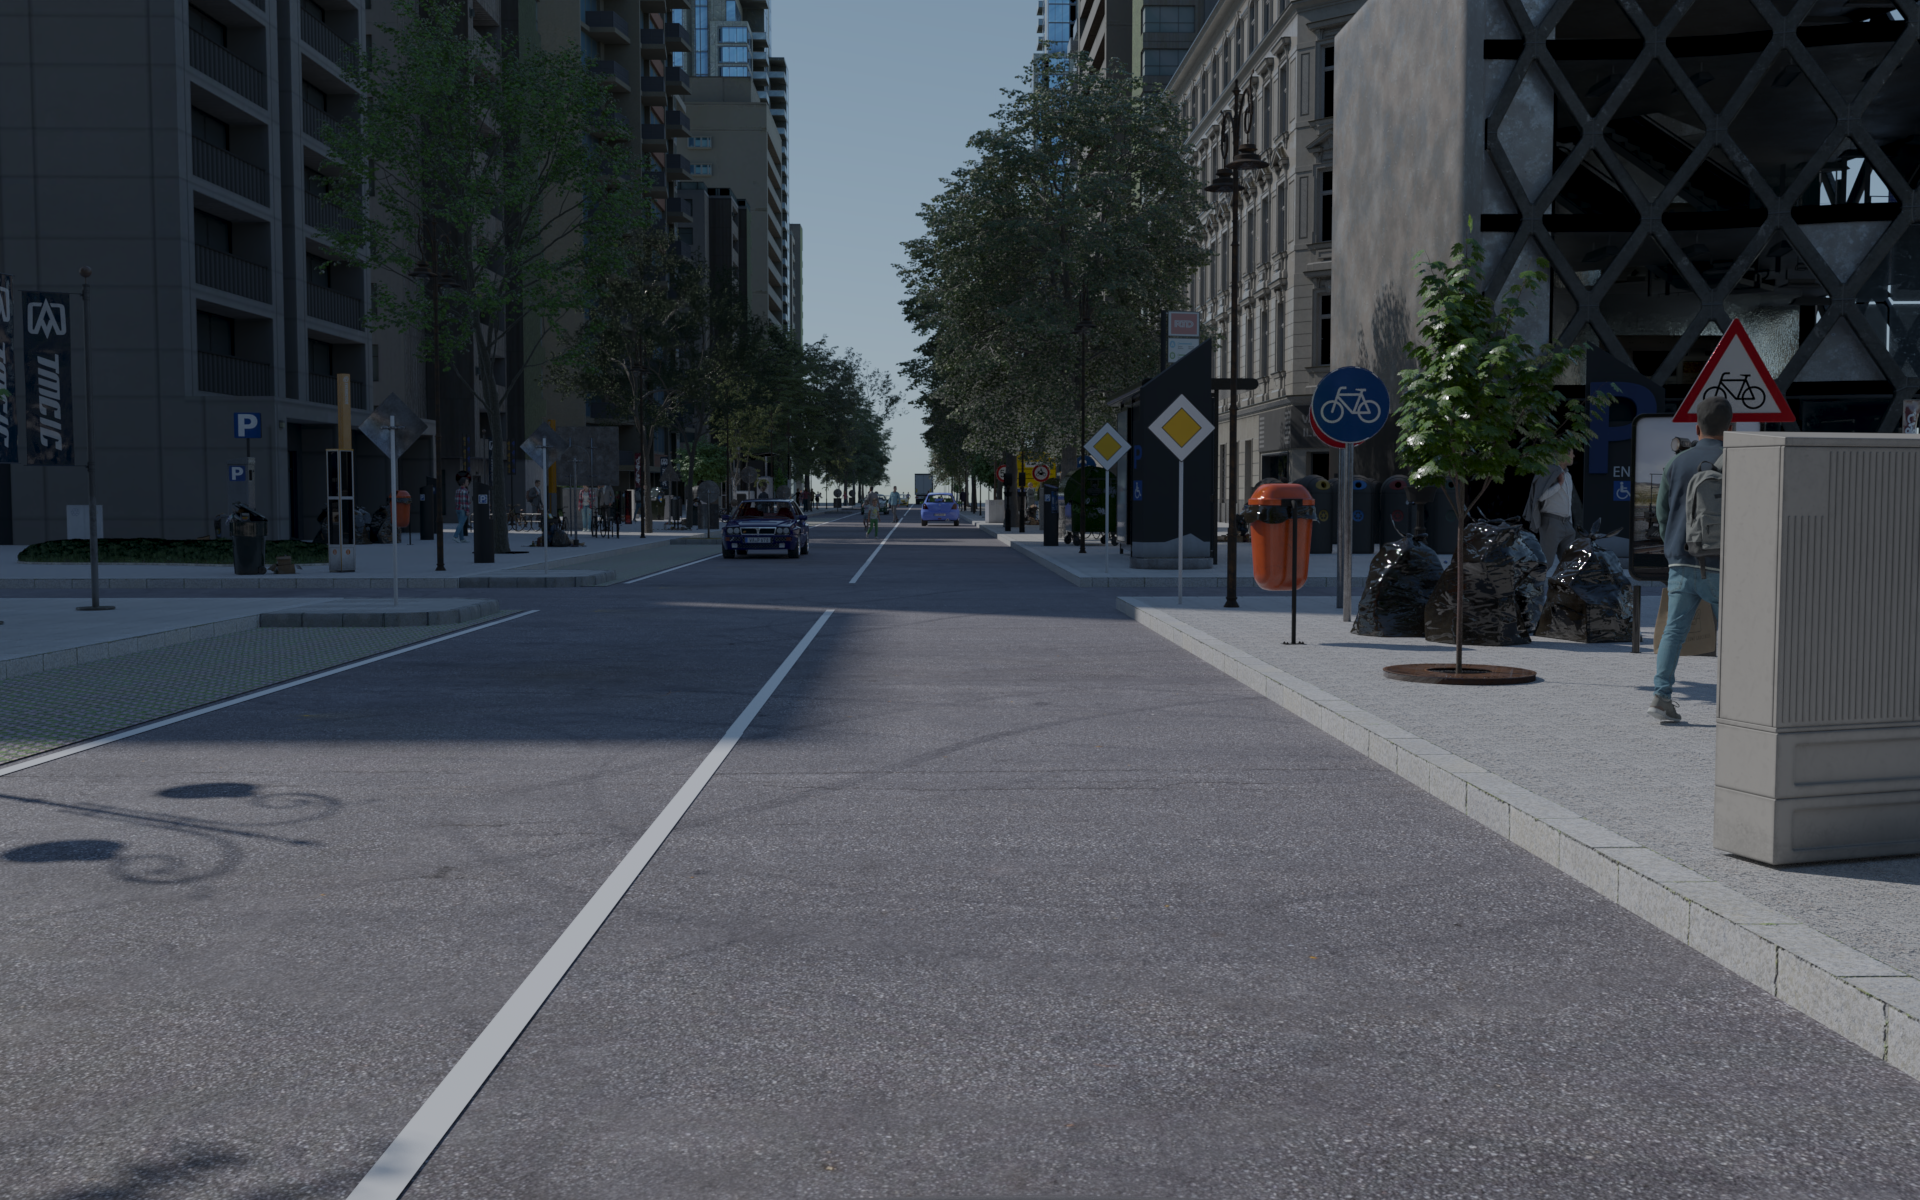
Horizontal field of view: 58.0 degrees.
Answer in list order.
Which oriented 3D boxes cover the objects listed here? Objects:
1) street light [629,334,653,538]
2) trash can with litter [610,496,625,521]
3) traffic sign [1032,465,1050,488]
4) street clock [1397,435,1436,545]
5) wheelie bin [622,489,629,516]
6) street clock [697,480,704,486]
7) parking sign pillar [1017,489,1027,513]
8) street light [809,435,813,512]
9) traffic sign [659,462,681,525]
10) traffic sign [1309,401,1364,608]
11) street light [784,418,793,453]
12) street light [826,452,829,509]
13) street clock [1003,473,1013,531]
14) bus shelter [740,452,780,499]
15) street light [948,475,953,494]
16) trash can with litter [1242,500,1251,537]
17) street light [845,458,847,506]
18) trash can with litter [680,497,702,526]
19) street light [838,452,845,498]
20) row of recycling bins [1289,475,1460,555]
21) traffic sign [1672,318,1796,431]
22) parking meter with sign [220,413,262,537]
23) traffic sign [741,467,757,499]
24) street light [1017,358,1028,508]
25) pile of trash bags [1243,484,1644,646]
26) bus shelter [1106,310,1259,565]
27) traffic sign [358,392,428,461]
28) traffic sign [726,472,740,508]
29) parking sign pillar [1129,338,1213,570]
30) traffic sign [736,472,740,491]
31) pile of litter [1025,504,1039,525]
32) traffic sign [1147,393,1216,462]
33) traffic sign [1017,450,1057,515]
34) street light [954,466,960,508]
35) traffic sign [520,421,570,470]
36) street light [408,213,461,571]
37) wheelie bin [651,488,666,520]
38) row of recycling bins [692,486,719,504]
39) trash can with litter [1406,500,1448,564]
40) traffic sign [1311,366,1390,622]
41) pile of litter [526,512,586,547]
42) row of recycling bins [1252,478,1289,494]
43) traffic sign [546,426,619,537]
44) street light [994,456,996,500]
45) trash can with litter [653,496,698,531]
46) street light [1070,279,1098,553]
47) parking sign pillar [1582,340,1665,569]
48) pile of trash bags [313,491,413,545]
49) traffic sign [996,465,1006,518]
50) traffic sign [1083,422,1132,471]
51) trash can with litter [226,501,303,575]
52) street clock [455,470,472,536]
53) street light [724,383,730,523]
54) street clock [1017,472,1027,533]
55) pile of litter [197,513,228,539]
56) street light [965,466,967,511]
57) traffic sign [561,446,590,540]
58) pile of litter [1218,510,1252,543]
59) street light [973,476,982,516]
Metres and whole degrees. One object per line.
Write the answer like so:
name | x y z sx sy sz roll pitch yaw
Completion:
street light | -9.245 -4.740 50.293 0.468 5.910 1.993 0 4 -1
trash can with litter | -16.167 -4.307 81.802 1.055 1.170 0.624 2 4 34
traffic sign | 3.437 -4.483 73.398 0.768 2.556 0.104 0 4 7
street clock | 4.753 -0.815 17.890 0.471 2.002 0.358 -2 4 -27
wheelie bin | -19.391 -5.703 101.148 0.693 1.594 0.980 -1 4 -21
street clock | -13.205 -5.137 88.566 0.471 2.002 0.358 0 4 -3
parking sign pillar | 3.314 -6.872 100.832 1.447 3.967 1.447 1 4 19
street light | -10.916 -9.430 126.962 0.468 5.910 1.993 0 4 -1
traffic sign | -11.929 -4.355 71.212 0.884 2.594 0.081 0 4 0
traffic sign | 4.270 -1.179 19.382 0.768 2.556 0.104 0 4 1
street light | -10.428 -8.115 105.466 0.468 5.910 1.993 0 4 -1
street light | -11.448 -10.744 148.457 0.468 5.910 1.993 0 4 -1
street clock | 1.650 -3.365 59.582 0.358 2.002 0.471 -1 4 -9
bus shelter | -11.384 -6.584 98.924 1.731 3.624 6.357 0 4 -1
street light | -0.874 -13.711 196.964 0.468 5.910 1.993 0 4 -1
trash can with litter | 8.931 -2.476 51.875 0.624 1.170 1.055 2 4 34
street light | -12.364 -13.142 187.666 0.468 5.910 1.993 0 4 -1
trash can with litter | -10.949 -3.612 70.439 1.055 1.170 0.624 2 4 30
street light | -11.871 -12.095 170.535 0.468 5.910 1.993 0 4 -1
row of recycling bins | 8.955 -1.845 37.279 3.534 1.692 1.069 1 4 8
traffic sign | 5.741 -0.790 12.914 0.884 2.594 0.081 0 4 5
parking meter with sign | -15.090 -2.449 36.295 0.543 3.016 1.738 -1 4 -10
traffic sign | -9.790 -4.910 80.383 0.768 2.556 0.104 0 4 0
street light | 2.133 -5.267 58.907 0.468 5.910 1.993 0 4 -1
pile of trash bags | 4.144 -0.342 15.351 3.447 1.369 1.912 -1 4 -15
bus shelter | 4.247 -3.541 35.532 2.179 5.291 8.768 0 4 -1
traffic sign | -6.510 -1.083 19.892 0.795 2.593 0.064 0 4 -1
traffic sign | -12.793 -5.961 97.575 0.768 2.556 0.104 0 4 7
parking sign pillar | 3.658 -2.534 29.907 1.447 3.967 1.447 -1 4 -20
traffic sign | -12.939 -6.143 100.546 0.768 2.556 0.104 0 4 5
pile of litter | 2.821 -3.534 71.752 1.176 0.858 1.719 -2 4 -28
traffic sign | 2.582 -1.094 20.074 0.795 2.593 0.064 0 4 -1
traffic sign | 3.370 -5.309 80.680 2.265 3.308 0.079 0 4 4
street light | -0.034 -11.282 157.252 0.468 5.910 1.993 0 4 -1
traffic sign | -6.688 -1.571 27.875 0.795 2.593 0.064 0 4 -1
street light | -8.690 -3.426 28.798 0.468 5.910 1.993 0 4 -1
wheelie bin | -14.844 -4.702 84.789 0.980 1.594 0.693 3 4 36
row of recycling bins | -12.597 -4.754 84.840 1.069 1.692 3.534 -1 4 -20
trash can with litter | 8.226 -1.296 32.245 1.678 1.210 2.233 2 4 33
traffic sign | 3.895 -1.054 17.345 0.768 2.556 0.104 0 4 7
pile of litter | -9.916 -1.733 42.298 1.719 0.858 1.176 3 4 37
row of recycling bins | 9.260 -2.287 44.506 3.534 1.692 1.069 -1 4 -12
traffic sign | -11.402 -3.563 52.128 2.265 3.308 0.079 0 4 0
street light | 1.664 -6.632 81.222 0.468 5.910 1.993 0 4 -1
trash can with litter | -10.089 -3.085 61.498 1.678 1.210 2.233 -1 4 -23
street light | 2.661 -3.952 37.411 0.468 5.910 1.993 0 4 -1
parking sign pillar | 11.543 -2.547 30.108 1.447 3.967 1.447 1 4 18
pile of trash bags | -15.094 -2.122 44.446 3.447 1.369 1.912 3 5 41
traffic sign | 1.940 -4.569 74.804 0.768 2.556 0.104 0 4 2
traffic sign | 2.404 -1.582 28.057 0.795 2.593 0.064 0 4 -1
trash can with litter | -11.157 -1.001 27.757 1.055 1.170 0.624 -2 4 -35
street clock | -15.131 -2.953 52.849 0.471 2.002 0.358 -1 4 -11
street light | -9.707 -6.091 72.378 0.468 5.910 1.993 0 4 -1
street clock | 2.065 -3.244 57.610 0.358 2.002 0.471 0 4 4
pile of litter | -17.291 -1.612 40.323 1.719 0.858 1.176 -2 4 -34
street light | 0.443 -9.902 134.678 0.468 5.910 1.993 0 4 -1
traffic sign | -10.147 -2.788 45.689 0.768 2.556 0.104 0 4 2
pile of litter | 7.332 -1.978 46.310 1.176 0.858 1.719 0 4 -4
street light | 1.216 -7.947 102.719 0.468 5.910 1.993 0 4 -1
